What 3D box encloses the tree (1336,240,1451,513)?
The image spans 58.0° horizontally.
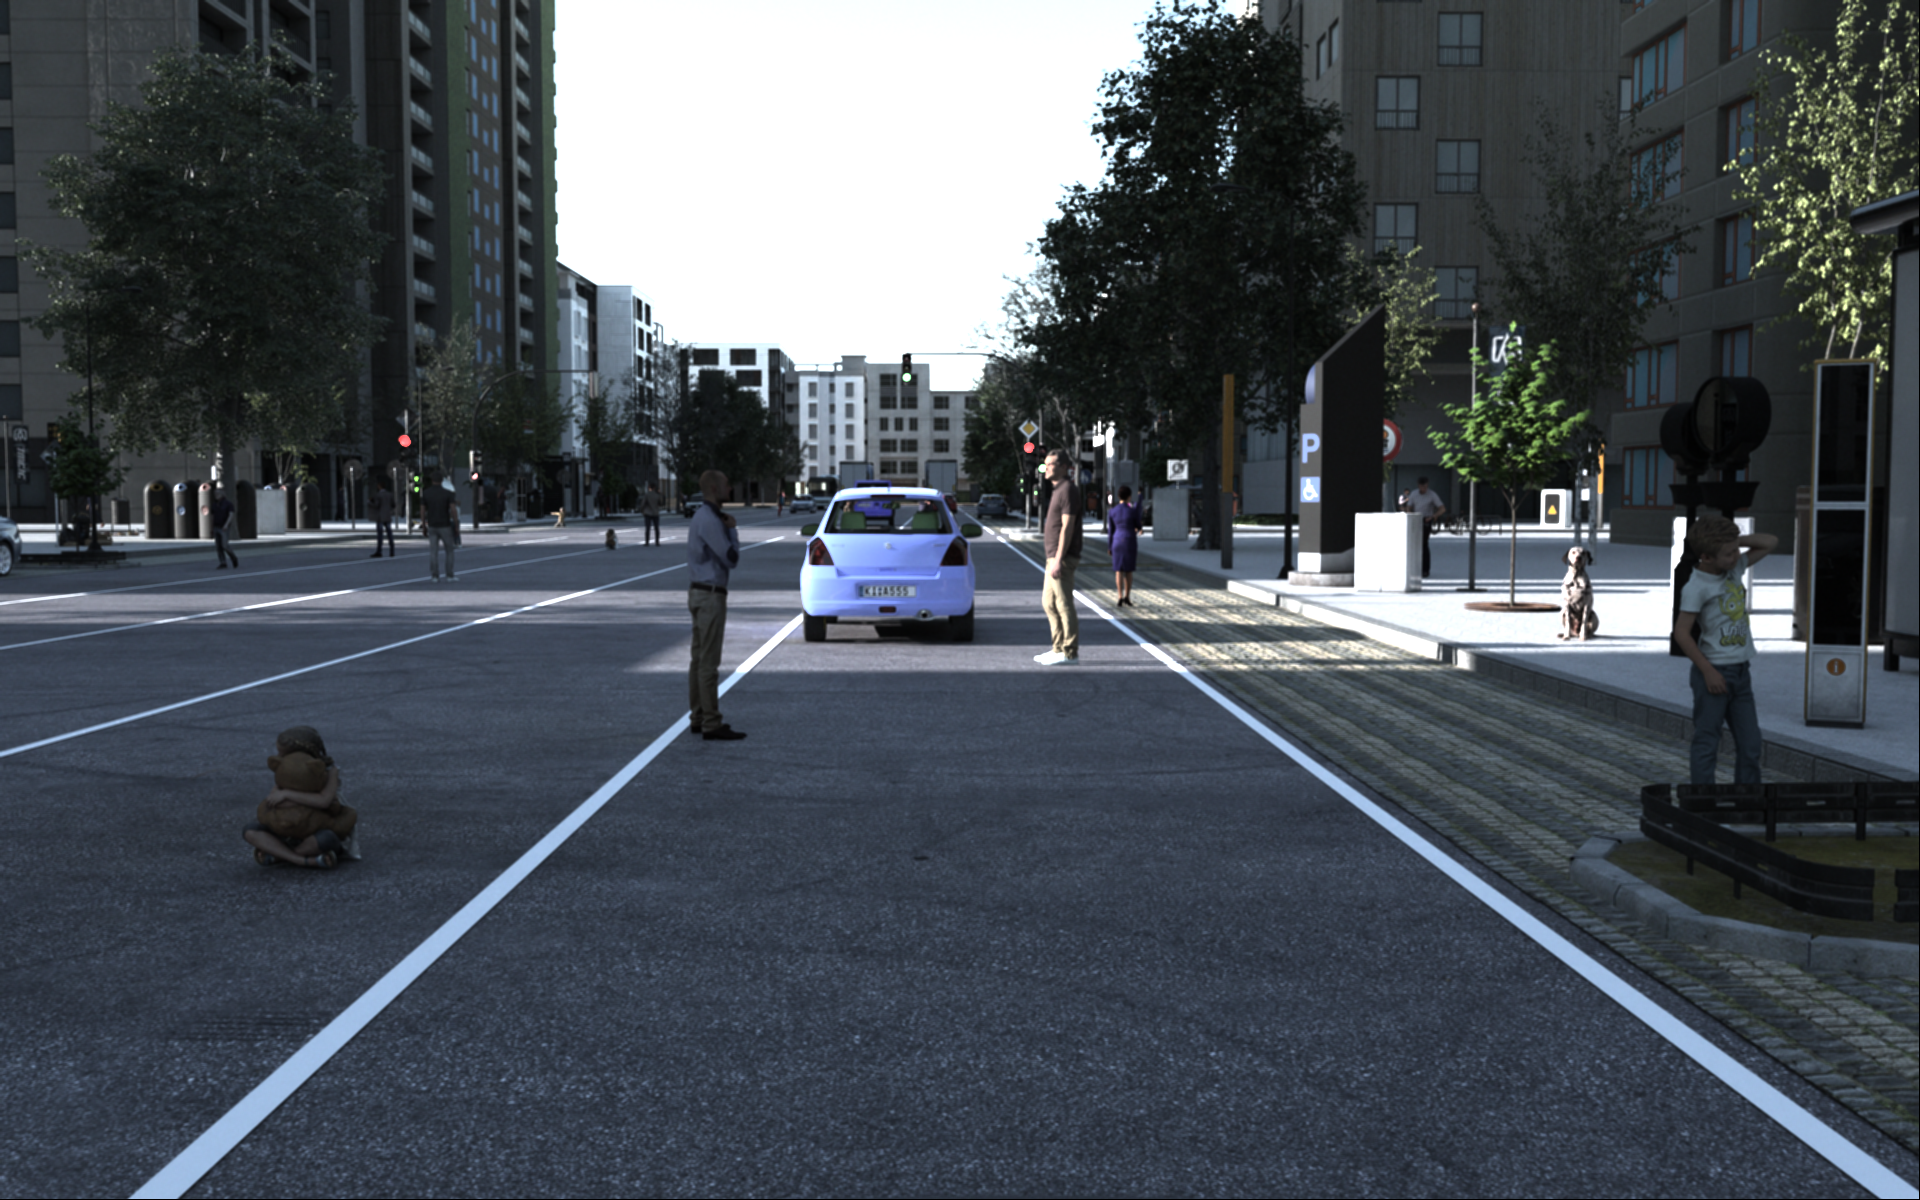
[{"bbox_3d":[11.957,-6.063,49.493,4.737,8.622,4.395,0,3,0],"label":"tree"}]

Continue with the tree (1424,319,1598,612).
[{"bbox_3d":[6.171,-1.511,19.310,1.663,3.219,1.824,0,3,0],"label":"tree"}]

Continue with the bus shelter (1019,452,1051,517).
[{"bbox_3d":[4.352,-6.554,98.445,1.731,3.624,6.357,0,4,-1],"label":"bus shelter"}]

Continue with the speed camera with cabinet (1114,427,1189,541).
[{"bbox_3d":[5.299,-3.276,47.900,2.038,3.252,0.660,0,4,7],"label":"speed camera with cabinet"}]

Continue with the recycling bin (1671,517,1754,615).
[{"bbox_3d":[8.158,-0.382,18.801,0.722,1.027,0.722,1,4,14],"label":"recycling bin"}]

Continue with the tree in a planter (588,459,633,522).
[{"bbox_3d":[-17.781,-5.567,88.248,1.991,3.239,1.994,0,4,-1],"label":"tree in a planter"}]

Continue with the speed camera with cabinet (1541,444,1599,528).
[{"bbox_3d":[23.102,-4.356,65.563,0.660,3.252,2.038,-3,5,-45],"label":"speed camera with cabinet"}]

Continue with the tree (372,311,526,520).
[{"bbox_3d":[-20.782,-7.357,70.651,4.360,8.622,3.978,0,3,0],"label":"tree"}]

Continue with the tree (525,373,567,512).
[{"bbox_3d":[-26.714,-9.430,104.542,4.360,8.622,3.978,0,3,0],"label":"tree"}]

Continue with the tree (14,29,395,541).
[{"bbox_3d":[-20.323,-8.603,47.320,9.857,13.997,8.962,0,3,0],"label":"tree"}]

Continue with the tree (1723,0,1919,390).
[{"bbox_3d":[13.220,-4.590,25.403,4.737,8.622,4.395,0,3,0],"label":"tree"}]

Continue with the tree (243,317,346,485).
[{"bbox_3d":[-27.687,-7.380,71.030,4.737,8.622,4.395,0,3,0],"label":"tree"}]

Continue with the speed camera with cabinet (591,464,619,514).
[{"bbox_3d":[-23.454,-7.343,114.396,0.660,3.252,2.038,2,4,33],"label":"speed camera with cabinet"}]

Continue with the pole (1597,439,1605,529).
[{"bbox_3d":[23.608,-4.277,63.768,0.158,3.312,0.155,0,3,0],"label":"pole"}]

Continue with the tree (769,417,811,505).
[{"bbox_3d":[-21.764,-16.851,209.931,7.601,10.594,8.767,1,4,12],"label":"tree"}]

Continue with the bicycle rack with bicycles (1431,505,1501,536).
[{"bbox_3d":[15.561,-2.527,54.697,2.925,0.926,2.852,-2,4,-31],"label":"bicycle rack with bicycles"}]

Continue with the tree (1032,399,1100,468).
[{"bbox_3d":[5.155,-8.159,83.755,4.360,8.622,3.978,0,3,0],"label":"tree"}]

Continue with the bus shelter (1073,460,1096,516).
[{"bbox_3d":[6.882,-6.724,103.858,2.014,3.302,5.546,0,4,-1],"label":"bus shelter"}]

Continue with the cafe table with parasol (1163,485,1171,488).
[{"bbox_3d":[11.101,-5.059,87.585,2.610,1.966,2.610,-2,4,-34],"label":"cafe table with parasol"}]

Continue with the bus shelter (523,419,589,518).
[{"bbox_3d":[-22.402,-7.210,95.507,2.179,5.291,8.768,0,4,-1],"label":"bus shelter"}]

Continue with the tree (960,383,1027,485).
[{"bbox_3d":[3.837,-15.653,174.057,7.486,12.596,7.792,0,3,0],"label":"tree"}]

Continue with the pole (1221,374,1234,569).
[{"bbox_3d":[4.575,-2.187,29.601,0.158,3.312,0.155,0,3,0],"label":"pole"}]

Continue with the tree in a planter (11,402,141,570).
[{"bbox_3d":[-17.119,-2.220,33.513,1.991,3.239,1.994,0,4,-1],"label":"tree in a planter"}]

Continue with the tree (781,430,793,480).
[{"bbox_3d":[-22.413,-16.251,182.709,9.611,12.733,9.660,0,3,0],"label":"tree"}]

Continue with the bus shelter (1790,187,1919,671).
[{"bbox_3d":[7.532,-2.041,10.998,2.179,5.291,8.768,0,4,-1],"label":"bus shelter"}]

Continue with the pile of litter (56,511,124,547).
[{"bbox_3d":[-21.606,-1.774,42.971,1.719,0.858,1.176,-3,5,-44],"label":"pile of litter"}]

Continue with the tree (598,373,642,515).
[{"bbox_3d":[-21.259,-9.354,103.300,4.737,8.622,4.395,0,3,0],"label":"tree"}]

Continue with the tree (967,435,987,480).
[{"bbox_3d":[2.777,-15.239,199.527,4.737,8.622,4.395,0,3,0],"label":"tree"}]

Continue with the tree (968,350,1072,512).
[{"bbox_3d":[4.663,-12.206,125.324,9.928,11.665,9.643,0,3,0],"label":"tree"}]

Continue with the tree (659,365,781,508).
[{"bbox_3d":[-21.683,-14.514,154.318,9.611,12.733,9.660,0,3,0],"label":"tree"}]

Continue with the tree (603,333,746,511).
[{"bbox_3d":[-21.321,-13.489,130.922,12.009,13.543,11.850,0,3,0],"label":"tree"}]

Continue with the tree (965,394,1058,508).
[{"bbox_3d":[4.652,-13.949,162.482,8.767,10.594,7.601,-1,4,-10],"label":"tree"}]

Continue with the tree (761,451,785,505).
[{"bbox_3d":[-22.493,-15.204,198.950,4.360,8.622,3.978,0,3,0],"label":"tree"}]

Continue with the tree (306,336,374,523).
[{"bbox_3d":[-27.418,-7.736,76.848,4.360,8.622,3.978,0,3,0],"label":"tree"}]

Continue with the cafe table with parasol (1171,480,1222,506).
[{"bbox_3d":[12.051,-4.804,83.416,2.610,1.966,2.610,-1,4,-22],"label":"cafe table with parasol"}]

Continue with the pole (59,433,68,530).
[{"bbox_3d":[-28.199,-3.708,54.462,0.158,3.312,0.155,0,3,0],"label":"pole"}]

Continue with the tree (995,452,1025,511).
[{"bbox_3d":[4.222,-9.245,134.864,4.285,4.588,4.351,0,3,0],"label":"tree"}]

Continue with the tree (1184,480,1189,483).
[{"bbox_3d":[12.617,-6.689,103.970,1.663,3.219,1.824,0,3,0],"label":"tree"}]

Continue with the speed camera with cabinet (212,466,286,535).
[{"bbox_3d":[-22.296,-3.666,54.281,2.038,3.252,0.660,-2,4,-34],"label":"speed camera with cabinet"}]

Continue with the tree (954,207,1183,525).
[{"bbox_3d":[4.911,-9.951,73.073,12.009,13.543,11.850,0,3,0],"label":"tree"}]

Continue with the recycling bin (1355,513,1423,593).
[{"bbox_3d":[5.646,-0.626,22.795,0.722,1.027,0.722,2,4,29],"label":"recycling bin"}]

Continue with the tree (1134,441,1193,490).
[{"bbox_3d":[11.805,-7.135,100.371,4.285,4.588,4.351,0,3,0],"label":"tree"}]

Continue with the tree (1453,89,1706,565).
[{"bbox_3d":[11.165,-4.933,31.018,4.360,8.622,3.978,0,3,0],"label":"tree"}]

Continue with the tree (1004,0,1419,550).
[{"bbox_3d":[5.720,-7.509,39.777,9.611,12.733,9.660,0,3,0],"label":"tree"}]

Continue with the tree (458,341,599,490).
[{"bbox_3d":[-20.892,-8.147,83.566,4.737,8.622,4.395,0,3,0],"label":"tree"}]

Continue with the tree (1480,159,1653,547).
[{"bbox_3d":[13.861,-5.415,38.894,4.737,8.622,4.395,0,3,0],"label":"tree"}]
